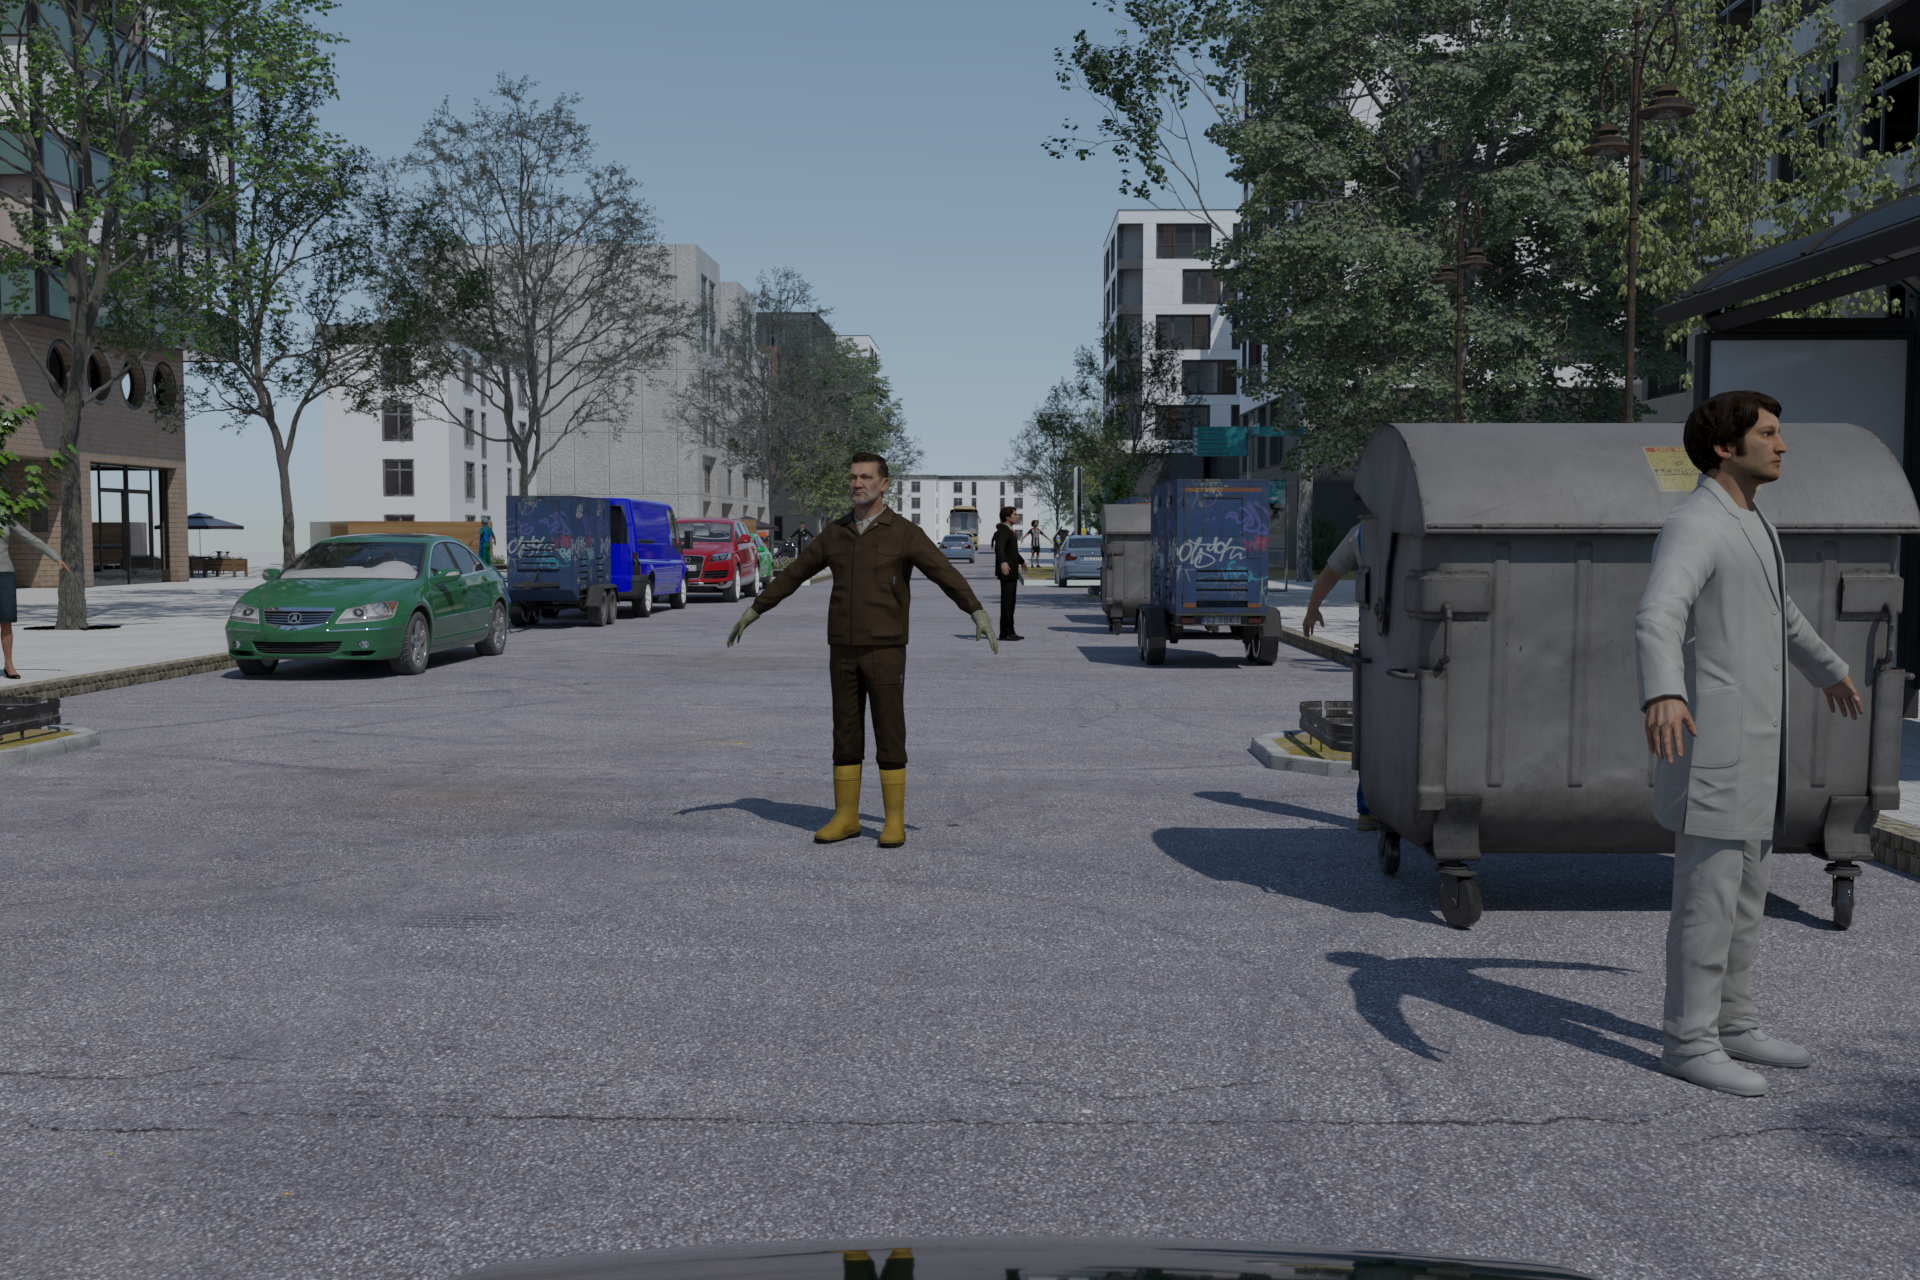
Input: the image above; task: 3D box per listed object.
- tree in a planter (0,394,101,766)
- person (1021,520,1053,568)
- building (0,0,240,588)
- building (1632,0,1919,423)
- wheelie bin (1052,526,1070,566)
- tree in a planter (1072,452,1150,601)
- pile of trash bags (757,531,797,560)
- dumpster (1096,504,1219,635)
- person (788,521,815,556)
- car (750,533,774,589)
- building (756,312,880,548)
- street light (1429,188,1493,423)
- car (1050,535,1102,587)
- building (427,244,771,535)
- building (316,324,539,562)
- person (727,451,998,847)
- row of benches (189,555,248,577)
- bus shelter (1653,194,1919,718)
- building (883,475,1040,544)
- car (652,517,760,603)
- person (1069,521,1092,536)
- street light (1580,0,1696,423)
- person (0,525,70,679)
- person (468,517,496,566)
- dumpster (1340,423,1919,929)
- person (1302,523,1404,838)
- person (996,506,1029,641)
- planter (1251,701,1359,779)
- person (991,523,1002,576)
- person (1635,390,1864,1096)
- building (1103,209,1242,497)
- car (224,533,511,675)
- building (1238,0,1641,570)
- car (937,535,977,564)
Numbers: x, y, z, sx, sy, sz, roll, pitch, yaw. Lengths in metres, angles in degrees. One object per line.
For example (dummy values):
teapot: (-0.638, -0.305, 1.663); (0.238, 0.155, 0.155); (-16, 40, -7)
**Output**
tree in a planter: (-6.823, -0.853, 11.172); (1.991, 3.239, 1.994); (0, 4, 1)
person: (2.872, -3.640, 65.660); (1.345, 1.843, 0.704); (-2, 4, -24)
building: (-30.526, -13.470, 26.812); (21.656, 26.213, 47.522); (0, 4, 0)
building: (27.408, -13.817, 29.106); (19.350, 26.588, 34.151); (0, 4, 1)
wheelie bin: (3.936, -3.643, 67.473); (0.693, 1.594, 0.980); (0, 4, 0)
tree in a planter: (3.464, -2.472, 37.643); (1.991, 3.239, 1.994); (0, 4, 0)
pile of trash bags: (-6.673, -3.098, 60.406); (1.912, 1.369, 3.447); (0, 4, 1)
dumpster: (2.934, -1.029, 25.035); (1.865, 1.857, 1.264); (0, 4, 0)
person: (-6.794, -4.194, 74.499); (1.347, 1.837, 0.705); (0, 4, 6)
car: (-5.848, -2.158, 44.083); (1.959, 1.807, 4.718); (0, 4, 1)
building: (-23.272, -20.309, 176.034); (27.936, 21.610, 32.646); (0, 4, 2)
street light: (6.792, -3.110, 23.639); (0.468, 5.910, 1.993); (0, 4, 1)
car: (3.534, -2.201, 47.997); (2.014, 1.417, 4.499); (0, 4, 1)
building: (-23.900, -15.620, 121.850); (16.747, 18.905, 31.486); (0, 4, 2)
building: (-24.815, -8.644, 83.484); (9.099, 9.664, 28.070); (0, 4, 1)
person: (-0.436, 0.035, 8.027); (1.346, 1.812, 0.704); (1, 4, 20)
row of benches: (-23.413, -2.238, 52.062); (4.104, 0.672, 1.422); (1, 4, 13)
bus shelter: (5.837, -0.956, 9.551); (2.014, 3.302, 5.546); (0, 4, 2)
building: (-2.863, -18.323, 244.185); (28.070, 9.664, 9.099); (0, 4, 7)
car: (-5.626, -1.788, 37.915); (2.281, 1.827, 5.304); (0, 4, 1)
person: (4.892, -3.928, 70.196); (1.349, 1.833, 0.705); (0, 4, -8)
street light: (5.941, -2.604, 15.360); (0.468, 5.910, 1.993); (0, 4, 1)
person: (-8.485, -0.513, 15.212); (1.217, 1.735, 0.721); (-3, 5, -42)
person: (-15.350, -3.044, 55.902); (0.704, 1.817, 1.347); (1, 4, 22)
dumpster: (2.515, 0.090, 6.751); (1.865, 1.857, 1.264); (0, 4, 0)
person: (2.107, 0.001, 8.300); (0.705, 1.847, 1.347); (-3, 4, -36)
person: (0.681, -0.899, 23.335); (0.705, 1.806, 1.347); (1, 4, 14)
planter: (2.898, 0.619, 11.011); (1.991, 0.319, 1.994); (0, 4, 2)
person: (1.352, -3.046, 58.449); (0.705, 1.806, 1.347); (-2, 4, -29)
person: (2.056, 0.248, 4.581); (0.705, 1.806, 1.347); (3, 5, 44)
building: (24.122, -17.209, 125.339); (27.936, 21.610, 32.646); (0, 4, 1)
car: (-6.371, -0.447, 19.111); (2.131, 1.459, 4.920); (0, 4, 1)
building: (26.007, -14.217, 76.427); (27.936, 21.610, 32.646); (0, 4, 1)
car: (-0.152, -4.494, 85.479); (2.014, 1.417, 4.499); (0, 4, 1)
